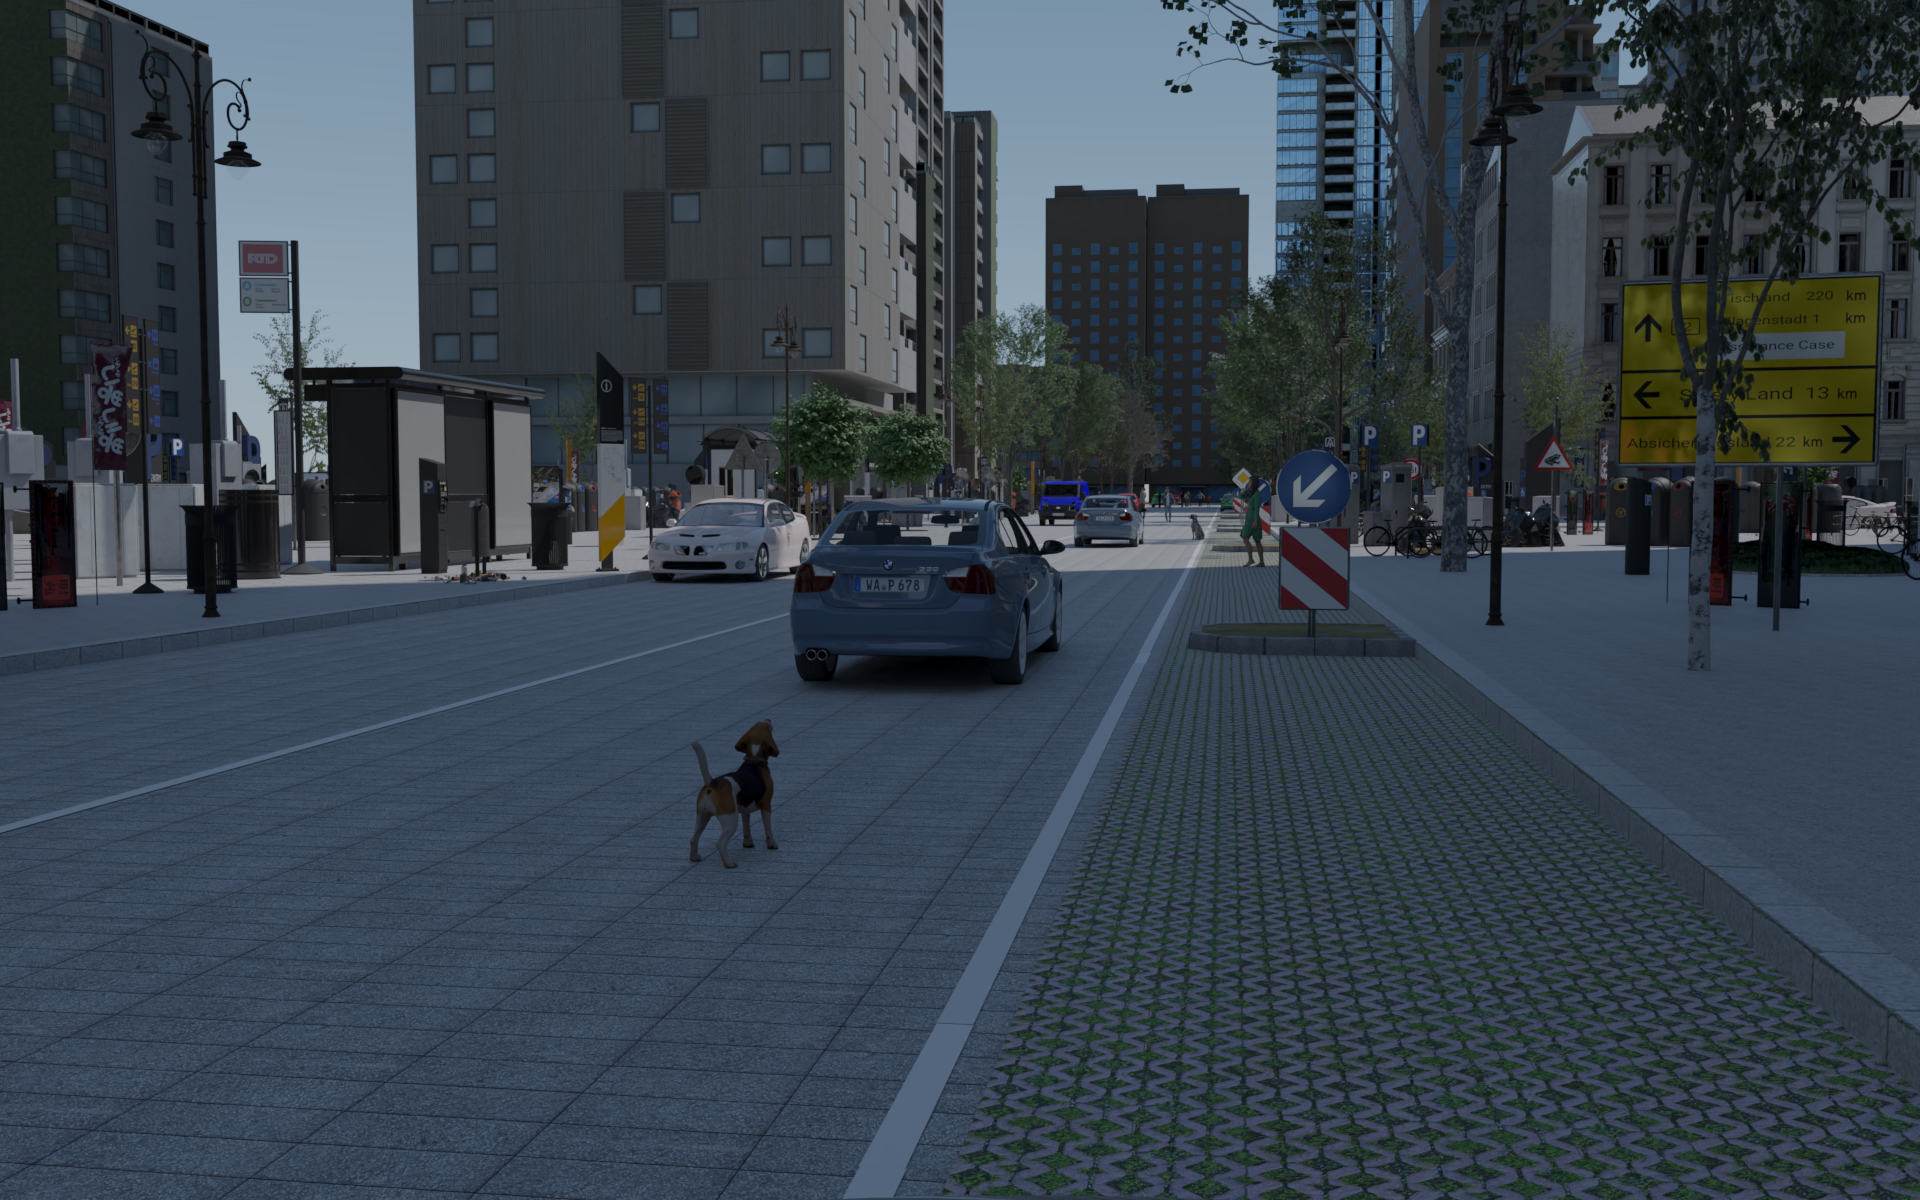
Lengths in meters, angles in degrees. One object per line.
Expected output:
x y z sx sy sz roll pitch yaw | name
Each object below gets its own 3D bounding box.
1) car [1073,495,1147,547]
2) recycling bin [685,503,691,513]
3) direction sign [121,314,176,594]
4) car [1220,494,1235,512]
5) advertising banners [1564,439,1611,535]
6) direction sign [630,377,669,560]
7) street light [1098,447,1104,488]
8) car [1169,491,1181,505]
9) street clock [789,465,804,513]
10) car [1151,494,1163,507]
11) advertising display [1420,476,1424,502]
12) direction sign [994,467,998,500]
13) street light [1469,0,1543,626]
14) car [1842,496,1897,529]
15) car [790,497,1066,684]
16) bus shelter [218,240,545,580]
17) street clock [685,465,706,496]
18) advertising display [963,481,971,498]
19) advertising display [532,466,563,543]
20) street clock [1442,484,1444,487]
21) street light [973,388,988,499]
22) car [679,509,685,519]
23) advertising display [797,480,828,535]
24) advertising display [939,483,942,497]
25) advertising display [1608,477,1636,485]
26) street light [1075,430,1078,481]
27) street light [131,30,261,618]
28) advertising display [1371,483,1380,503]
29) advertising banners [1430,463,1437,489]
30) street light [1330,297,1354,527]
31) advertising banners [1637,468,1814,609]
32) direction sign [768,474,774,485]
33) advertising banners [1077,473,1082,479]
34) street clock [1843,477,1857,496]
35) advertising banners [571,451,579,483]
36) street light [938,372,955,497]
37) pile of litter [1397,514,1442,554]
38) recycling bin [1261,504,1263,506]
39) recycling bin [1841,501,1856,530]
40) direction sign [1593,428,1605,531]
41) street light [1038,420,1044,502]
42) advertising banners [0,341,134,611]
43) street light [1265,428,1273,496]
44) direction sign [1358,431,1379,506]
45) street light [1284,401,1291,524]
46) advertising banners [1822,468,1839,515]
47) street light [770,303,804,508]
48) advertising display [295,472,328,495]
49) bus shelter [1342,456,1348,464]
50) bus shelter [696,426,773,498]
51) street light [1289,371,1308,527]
4.162 -2.208 48.106 2.014 1.417 4.499 1 4 9 | car
-7.496 -2.298 50.133 0.722 1.027 0.722 -3 4 -36 | recycling bin
-10.517 -1.855 22.333 0.379 3.537 0.876 0 4 2 | direction sign
21.477 -7.824 136.716 1.959 1.807 4.718 1 4 9 | car
19.759 -3.565 54.479 2.074 3.025 0.090 -2 4 -31 | advertising banners
-6.060 -2.563 33.902 0.379 3.537 0.876 3 5 45 | direction sign
11.944 -10.677 147.348 0.468 5.910 1.993 1 4 9 | street light
27.357 -13.044 221.941 2.281 1.827 5.304 1 4 11 | car
-4.160 -2.399 43.796 0.358 2.002 0.471 2 4 32 | street clock
21.887 -11.030 189.138 1.959 1.807 4.718 1 4 10 | car
16.181 -3.396 60.736 0.123 1.923 0.974 1 4 16 | advertising display
2.970 -9.261 143.411 0.379 3.537 0.876 -1 4 -15 | direction sign
5.236 -2.690 16.775 0.468 5.910 1.993 1 4 9 | street light
33.399 -3.326 66.746 4.827 1.381 2.083 1 4 10 | car
-0.173 -0.149 14.436 2.014 1.417 4.499 1 4 9 | car
-9.918 -3.203 29.998 2.179 5.291 8.768 1 4 9 | bus shelter
-6.633 -2.382 43.518 0.471 2.002 0.358 1 4 19 | street clock
0.268 -4.289 75.333 0.123 1.923 0.974 -1 4 -17 | advertising display
-9.478 -2.092 39.412 0.974 1.923 0.123 1 4 19 | advertising display
34.868 -7.367 125.013 0.471 2.002 0.358 1 4 14 | street clock
0.897 -6.268 75.269 0.468 5.910 1.993 1 4 9 | street light
-9.763 -3.724 73.243 4.827 1.381 2.083 1 4 10 | car
-4.608 -2.986 54.032 0.974 1.923 0.123 -1 4 -9 | advertising display
-0.935 -5.837 100.642 0.123 1.923 0.974 -2 4 -26 | advertising display
24.337 -3.578 63.711 0.974 1.923 0.123 1 4 14 | advertising display
8.284 -9.206 123.298 0.468 5.910 1.993 1 4 9 | street light
-7.814 -2.759 17.897 0.468 5.910 1.993 1 4 9 | street light
25.087 -6.077 104.578 0.123 1.923 0.974 3 5 39 | advertising display
27.039 -6.151 96.762 0.090 3.025 2.074 -2 4 -32 | advertising banners
8.939 -4.153 40.689 0.468 5.910 1.993 1 4 9 | street light
8.685 -1.450 19.903 2.074 3.025 0.090 3 5 43 | advertising banners
-9.538 -5.859 87.793 0.876 3.537 0.379 -2 4 -29 | direction sign
9.403 -9.095 144.893 0.090 3.025 2.074 -3 5 -43 | advertising banners
37.336 -4.167 72.706 0.471 2.002 0.358 -1 4 -11 | street clock
-14.888 -4.484 69.504 2.074 3.025 0.090 2 4 27 | advertising banners
-0.526 -5.695 65.900 0.468 5.910 1.993 1 4 9 | street light
10.195 -1.451 37.688 1.719 0.858 1.176 -2 4 -30 | pile of litter
22.023 -6.959 126.336 0.722 1.027 0.722 2 4 32 | recycling bin
31.592 -3.031 62.112 0.722 1.027 0.722 -2 4 -26 | recycling bin
21.952 -4.128 59.492 0.379 3.537 0.876 0 4 0 | direction sign
4.643 -7.725 99.085 0.468 5.910 1.993 1 4 9 | street light
-10.214 -1.420 19.400 0.090 3.025 2.074 2 4 35 | advertising banners
17.805 -7.701 98.694 0.468 5.910 1.993 1 4 9 | street light
14.638 -4.291 62.163 0.876 3.537 0.379 -2 4 -23 | direction sign
14.198 -6.243 74.857 0.468 5.910 1.993 1 4 9 | street light
23.457 -3.180 48.185 2.074 3.025 0.090 1 4 12 | advertising banners
-4.190 -4.238 42.072 0.468 5.910 1.993 1 4 9 | street light
-18.867 -2.768 50.473 0.974 1.923 0.123 -2 4 -29 | advertising display
22.122 -6.857 103.388 1.731 3.624 6.357 1 4 9 | bus shelter
-6.489 -3.712 54.612 2.014 3.302 5.546 1 4 9 | bus shelter
12.726 -5.627 64.782 0.468 5.910 1.993 1 4 9 | street light
